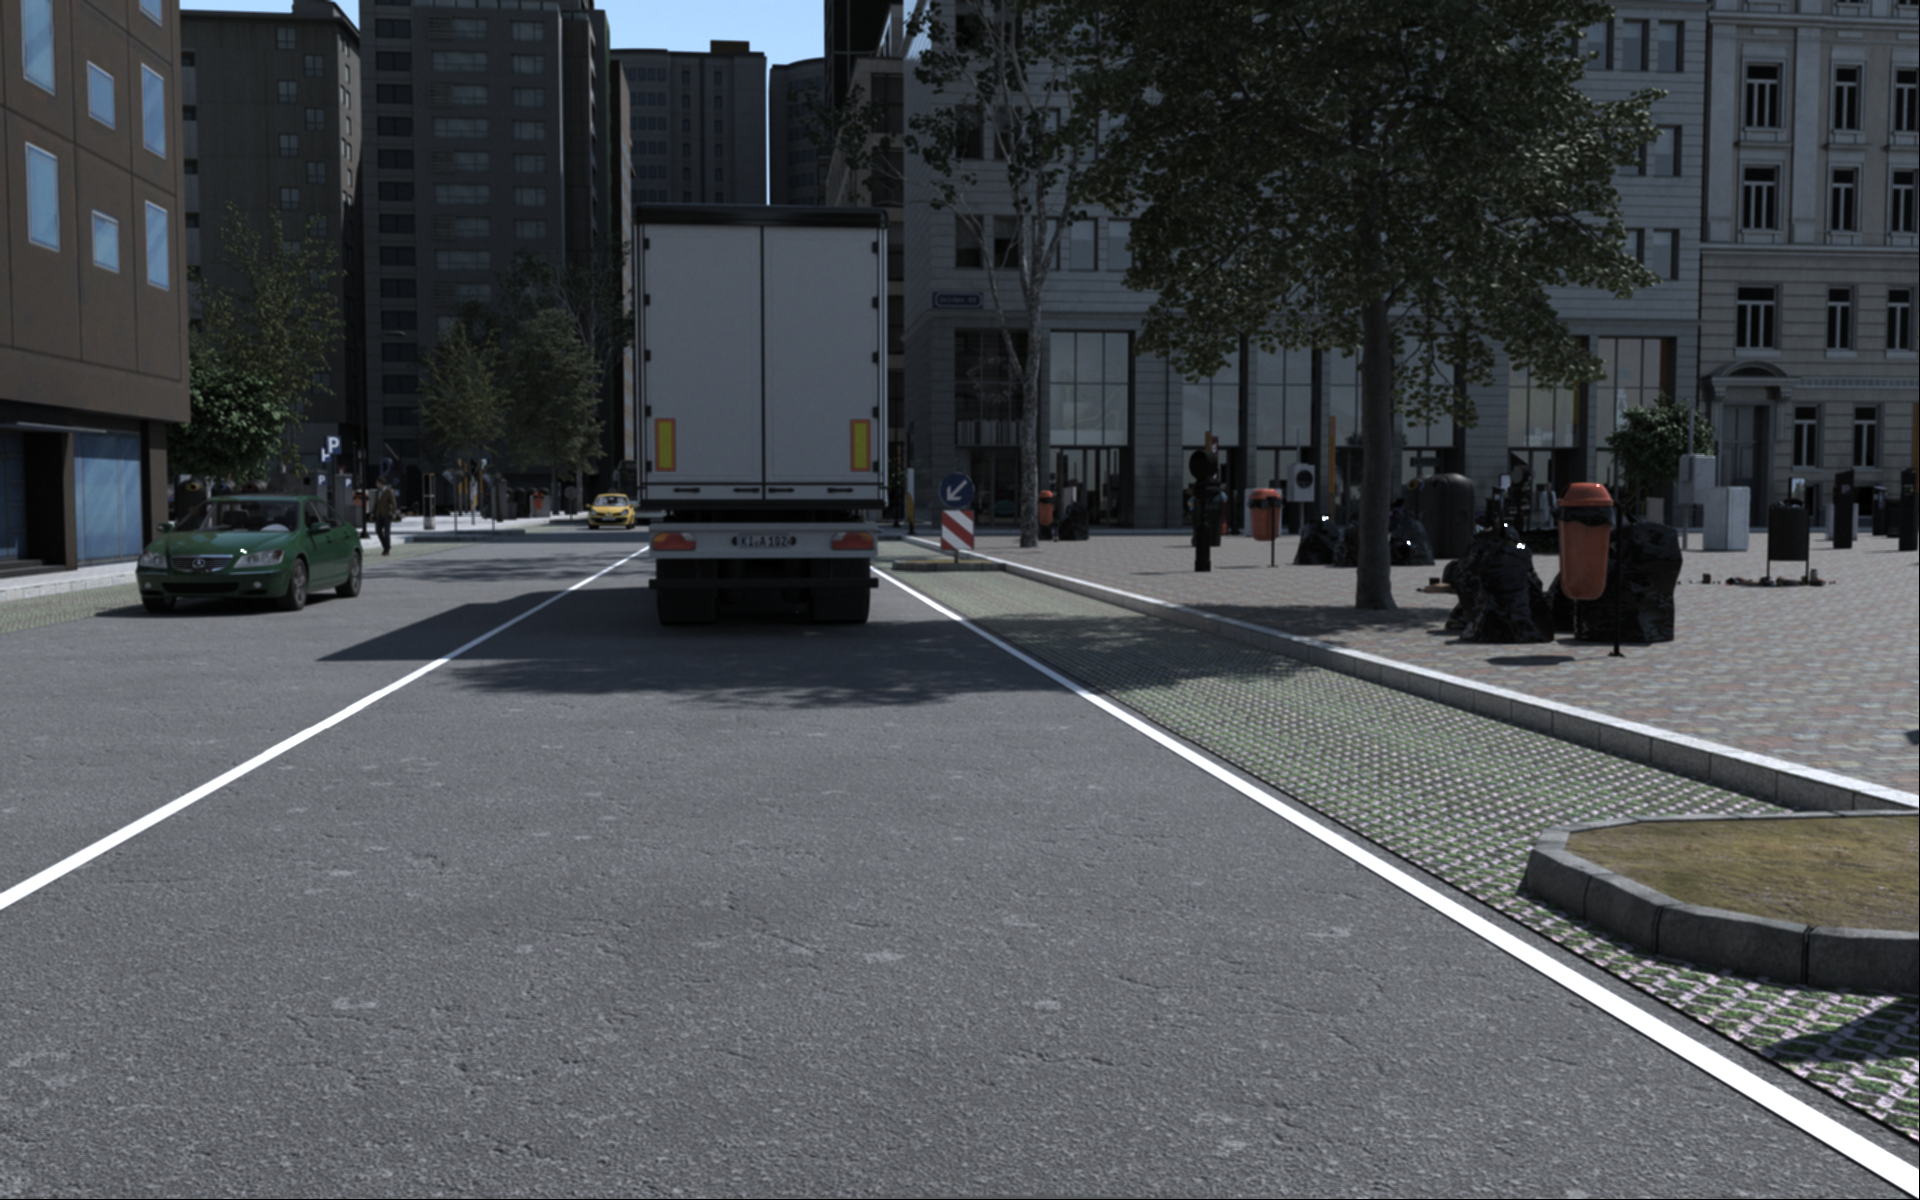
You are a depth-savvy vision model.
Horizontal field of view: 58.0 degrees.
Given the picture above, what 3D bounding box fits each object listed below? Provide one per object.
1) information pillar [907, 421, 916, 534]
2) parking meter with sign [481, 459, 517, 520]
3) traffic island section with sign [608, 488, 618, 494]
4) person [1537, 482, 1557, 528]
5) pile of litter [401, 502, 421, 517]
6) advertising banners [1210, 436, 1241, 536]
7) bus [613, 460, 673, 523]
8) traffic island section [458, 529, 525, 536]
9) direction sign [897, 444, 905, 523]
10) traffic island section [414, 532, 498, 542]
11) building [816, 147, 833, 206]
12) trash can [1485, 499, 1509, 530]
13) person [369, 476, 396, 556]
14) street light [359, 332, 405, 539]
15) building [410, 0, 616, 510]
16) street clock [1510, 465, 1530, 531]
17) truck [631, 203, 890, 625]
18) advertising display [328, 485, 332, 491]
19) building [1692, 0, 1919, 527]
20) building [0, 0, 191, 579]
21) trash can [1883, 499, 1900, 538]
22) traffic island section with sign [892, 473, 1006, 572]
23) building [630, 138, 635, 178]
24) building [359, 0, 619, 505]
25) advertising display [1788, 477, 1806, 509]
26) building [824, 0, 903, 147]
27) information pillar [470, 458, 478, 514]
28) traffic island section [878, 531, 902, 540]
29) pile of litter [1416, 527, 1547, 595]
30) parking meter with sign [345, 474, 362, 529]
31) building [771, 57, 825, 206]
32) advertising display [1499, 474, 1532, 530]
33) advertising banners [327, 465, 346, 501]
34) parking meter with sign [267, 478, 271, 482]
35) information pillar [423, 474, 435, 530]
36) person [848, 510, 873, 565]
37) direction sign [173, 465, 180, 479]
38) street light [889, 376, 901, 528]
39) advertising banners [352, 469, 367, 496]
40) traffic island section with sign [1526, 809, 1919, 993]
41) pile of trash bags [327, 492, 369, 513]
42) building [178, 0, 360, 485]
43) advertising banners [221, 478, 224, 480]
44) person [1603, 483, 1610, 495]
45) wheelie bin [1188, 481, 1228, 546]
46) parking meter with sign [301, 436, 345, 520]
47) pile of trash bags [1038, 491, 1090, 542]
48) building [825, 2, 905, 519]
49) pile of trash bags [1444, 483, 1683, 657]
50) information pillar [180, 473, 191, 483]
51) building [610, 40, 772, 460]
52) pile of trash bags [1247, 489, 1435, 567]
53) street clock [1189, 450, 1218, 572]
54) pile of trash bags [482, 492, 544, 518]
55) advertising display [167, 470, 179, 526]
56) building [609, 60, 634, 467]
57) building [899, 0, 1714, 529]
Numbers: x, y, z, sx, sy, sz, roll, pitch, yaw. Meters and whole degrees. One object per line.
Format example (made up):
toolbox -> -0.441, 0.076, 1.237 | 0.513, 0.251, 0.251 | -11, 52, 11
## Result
information pillar -> -1.576, -3.918, 55.418 | 0.183, 3.616, 0.504 | 1, 4, 14
parking meter with sign -> -22.868, -5.489, 86.007 | 0.543, 3.016, 1.738 | 3, 5, 40
traffic island section with sign -> -22.537, -6.361, 112.636 | 1.989, 1.847, 2.006 | 0, 4, -7
person -> 20.488, -3.184, 60.431 | 0.514, 1.842, 0.818 | -2, 4, -25
pile of litter -> -31.325, -5.193, 98.876 | 1.176, 0.858, 1.719 | 0, 4, -8
advertising banners -> 8.161, -3.496, 53.346 | 0.090, 3.025, 2.074 | 2, 4, 35
bus -> -14.725, -5.451, 83.976 | 2.948, 3.499, 13.247 | 0, 4, -6
traffic island section -> -16.502, -2.380, 61.186 | 2.009, 0.180, 2.903 | 0, 4, -7
direction sign -> -2.623, -5.256, 77.931 | 0.379, 3.537, 0.876 | 2, 4, 28
traffic island section -> -15.521, -1.895, 53.261 | 2.009, 0.180, 2.903 | 0, 4, -7
building -> -5.301, -22.997, 147.697 | 14.160, 30.474, 14.107 | 0, 4, -7
trash can -> 16.546, -2.553, 53.400 | 0.748, 1.137, 0.748 | 0, 3, 0
person -> -13.433, -1.952, 40.323 | 0.656, 1.842, 0.836 | -1, 4, -8
street light -> -16.598, -4.721, 49.724 | 1.470, 5.913, 1.316 | 0, 4, -7
building -> -35.962, -27.985, 141.147 | 14.154, 41.232, 14.086 | 0, 4, -7
street clock -> 14.003, -2.373, 43.366 | 0.358, 2.002, 0.471 | -2, 4, -25
truck -> -2.551, -2.047, 22.390 | 2.839, 4.237, 11.283 | 0, 4, -7
advertising display -> -45.787, -7.428, 126.667 | 0.974, 1.923, 0.123 | 2, 4, 25
building -> 37.496, -17.614, 73.897 | 20.117, 28.700, 13.634 | 0, 4, -7
building -> -21.358, -22.962, 25.541 | 14.600, 45.320, 14.200 | 0, 4, -7
trash can -> 27.615, -2.412, 51.094 | 0.748, 1.137, 0.748 | 0, 3, 0
traffic island section with sign -> -0.256, -1.477, 32.772 | 1.989, 1.847, 2.006 | 0, 4, -7
building -> -50.267, -33.198, 197.410 | 28.867, 44.769, 22.147 | 0, 4, -7
building -> -41.539, -43.960, 156.992 | 20.563, 71.187, 20.611 | 0, 4, -7
advertising display -> 32.166, -3.754, 66.584 | 0.974, 1.923, 0.123 | -2, 4, -33
building -> -4.349, -44.402, 164.231 | 20.563, 71.187, 20.611 | 0, 4, -7
information pillar -> -31.329, -7.351, 111.550 | 0.183, 3.616, 0.504 | 3, 5, 40
traffic island section -> -2.974, -1.989, 54.803 | 2.009, 0.180, 2.903 | 0, 4, -7
pile of litter -> 6.848, -0.520, 22.471 | 1.719, 0.858, 1.176 | 3, 4, 37
parking meter with sign -> -23.173, -4.199, 64.922 | 1.738, 3.016, 0.543 | 2, 4, 27
building -> -11.093, -42.161, 231.330 | 28.212, 58.520, 21.231 | 0, 4, -7
advertising display -> 17.388, -3.000, 54.261 | 0.974, 1.923, 0.123 | 1, 4, 11
advertising banners -> -38.239, -6.664, 105.138 | 2.074, 3.025, 0.090 | 0, 4, 7
parking meter with sign -> -32.985, -5.342, 83.605 | 0.543, 3.016, 1.738 | 3, 5, 41
information pillar -> -19.107, -3.536, 62.310 | 0.304, 2.012, 0.304 | 0, 4, 7
person -> -2.105, -1.603, 34.810 | 0.635, 1.810, 0.391 | 2, 4, 28
direction sign -> -41.465, -6.099, 91.723 | 0.379, 3.537, 0.876 | 2, 4, 33
street light -> -2.979, -5.728, 66.187 | 1.470, 5.913, 1.316 | 0, 4, -7
advertising banners -> -44.691, -8.034, 127.544 | 2.074, 3.025, 0.090 | 0, 4, 1
traffic island section with sign -> 3.078, 0.168, 5.881 | 1.989, 1.847, 2.006 | 0, 4, -7
pile of trash bags -> -25.344, -3.640, 69.265 | 3.447, 1.369, 1.912 | 0, 4, 2
building -> -78.278, -36.777, 190.537 | 27.495, 52.752, 28.713 | 0, 4, -7
advertising banners -> -55.358, -8.312, 132.094 | 2.074, 3.025, 0.090 | 0, 4, -8
person -> 22.102, -3.122, 59.726 | 0.592, 1.802, 0.473 | 1, 4, 21
wheelie bin -> 6.109, -2.118, 42.537 | 0.980, 1.594, 0.693 | -1, 4, -11
parking meter with sign -> -19.531, -3.435, 52.425 | 1.738, 3.016, 0.543 | 2, 4, 30
pile of trash bags -> 2.589, -2.333, 47.900 | 1.912, 1.369, 3.447 | 1, 4, 10
building -> 2.276, -18.417, 105.627 | 19.350, 26.468, 34.151 | 0, 4, -7
pile of trash bags -> 5.293, -0.328, 15.114 | 1.912, 1.369, 3.447 | 1, 4, 13
information pillar -> -33.107, -5.065, 74.160 | 0.504, 3.616, 0.183 | -1, 4, -21
building -> -39.535, -41.941, 227.739 | 28.212, 58.520, 21.231 | 0, 4, -7
pile of trash bags -> 6.716, -1.311, 31.195 | 3.447, 1.369, 1.912 | -1, 4, -22
street clock -> 4.020, -1.471, 28.622 | 0.358, 2.002, 0.471 | -2, 4, -34
pile of trash bags -> -23.687, -5.060, 92.483 | 1.912, 1.369, 3.447 | 3, 4, 38
advertising display -> -21.120, -2.478, 45.735 | 0.974, 1.923, 0.123 | 1, 4, 8
building -> -40.687, -32.127, 175.392 | 14.600, 45.320, 14.200 | 0, 4, -7
building -> 12.919, -17.843, 69.234 | 29.804, 29.767, 11.434 | 0, 4, -7
